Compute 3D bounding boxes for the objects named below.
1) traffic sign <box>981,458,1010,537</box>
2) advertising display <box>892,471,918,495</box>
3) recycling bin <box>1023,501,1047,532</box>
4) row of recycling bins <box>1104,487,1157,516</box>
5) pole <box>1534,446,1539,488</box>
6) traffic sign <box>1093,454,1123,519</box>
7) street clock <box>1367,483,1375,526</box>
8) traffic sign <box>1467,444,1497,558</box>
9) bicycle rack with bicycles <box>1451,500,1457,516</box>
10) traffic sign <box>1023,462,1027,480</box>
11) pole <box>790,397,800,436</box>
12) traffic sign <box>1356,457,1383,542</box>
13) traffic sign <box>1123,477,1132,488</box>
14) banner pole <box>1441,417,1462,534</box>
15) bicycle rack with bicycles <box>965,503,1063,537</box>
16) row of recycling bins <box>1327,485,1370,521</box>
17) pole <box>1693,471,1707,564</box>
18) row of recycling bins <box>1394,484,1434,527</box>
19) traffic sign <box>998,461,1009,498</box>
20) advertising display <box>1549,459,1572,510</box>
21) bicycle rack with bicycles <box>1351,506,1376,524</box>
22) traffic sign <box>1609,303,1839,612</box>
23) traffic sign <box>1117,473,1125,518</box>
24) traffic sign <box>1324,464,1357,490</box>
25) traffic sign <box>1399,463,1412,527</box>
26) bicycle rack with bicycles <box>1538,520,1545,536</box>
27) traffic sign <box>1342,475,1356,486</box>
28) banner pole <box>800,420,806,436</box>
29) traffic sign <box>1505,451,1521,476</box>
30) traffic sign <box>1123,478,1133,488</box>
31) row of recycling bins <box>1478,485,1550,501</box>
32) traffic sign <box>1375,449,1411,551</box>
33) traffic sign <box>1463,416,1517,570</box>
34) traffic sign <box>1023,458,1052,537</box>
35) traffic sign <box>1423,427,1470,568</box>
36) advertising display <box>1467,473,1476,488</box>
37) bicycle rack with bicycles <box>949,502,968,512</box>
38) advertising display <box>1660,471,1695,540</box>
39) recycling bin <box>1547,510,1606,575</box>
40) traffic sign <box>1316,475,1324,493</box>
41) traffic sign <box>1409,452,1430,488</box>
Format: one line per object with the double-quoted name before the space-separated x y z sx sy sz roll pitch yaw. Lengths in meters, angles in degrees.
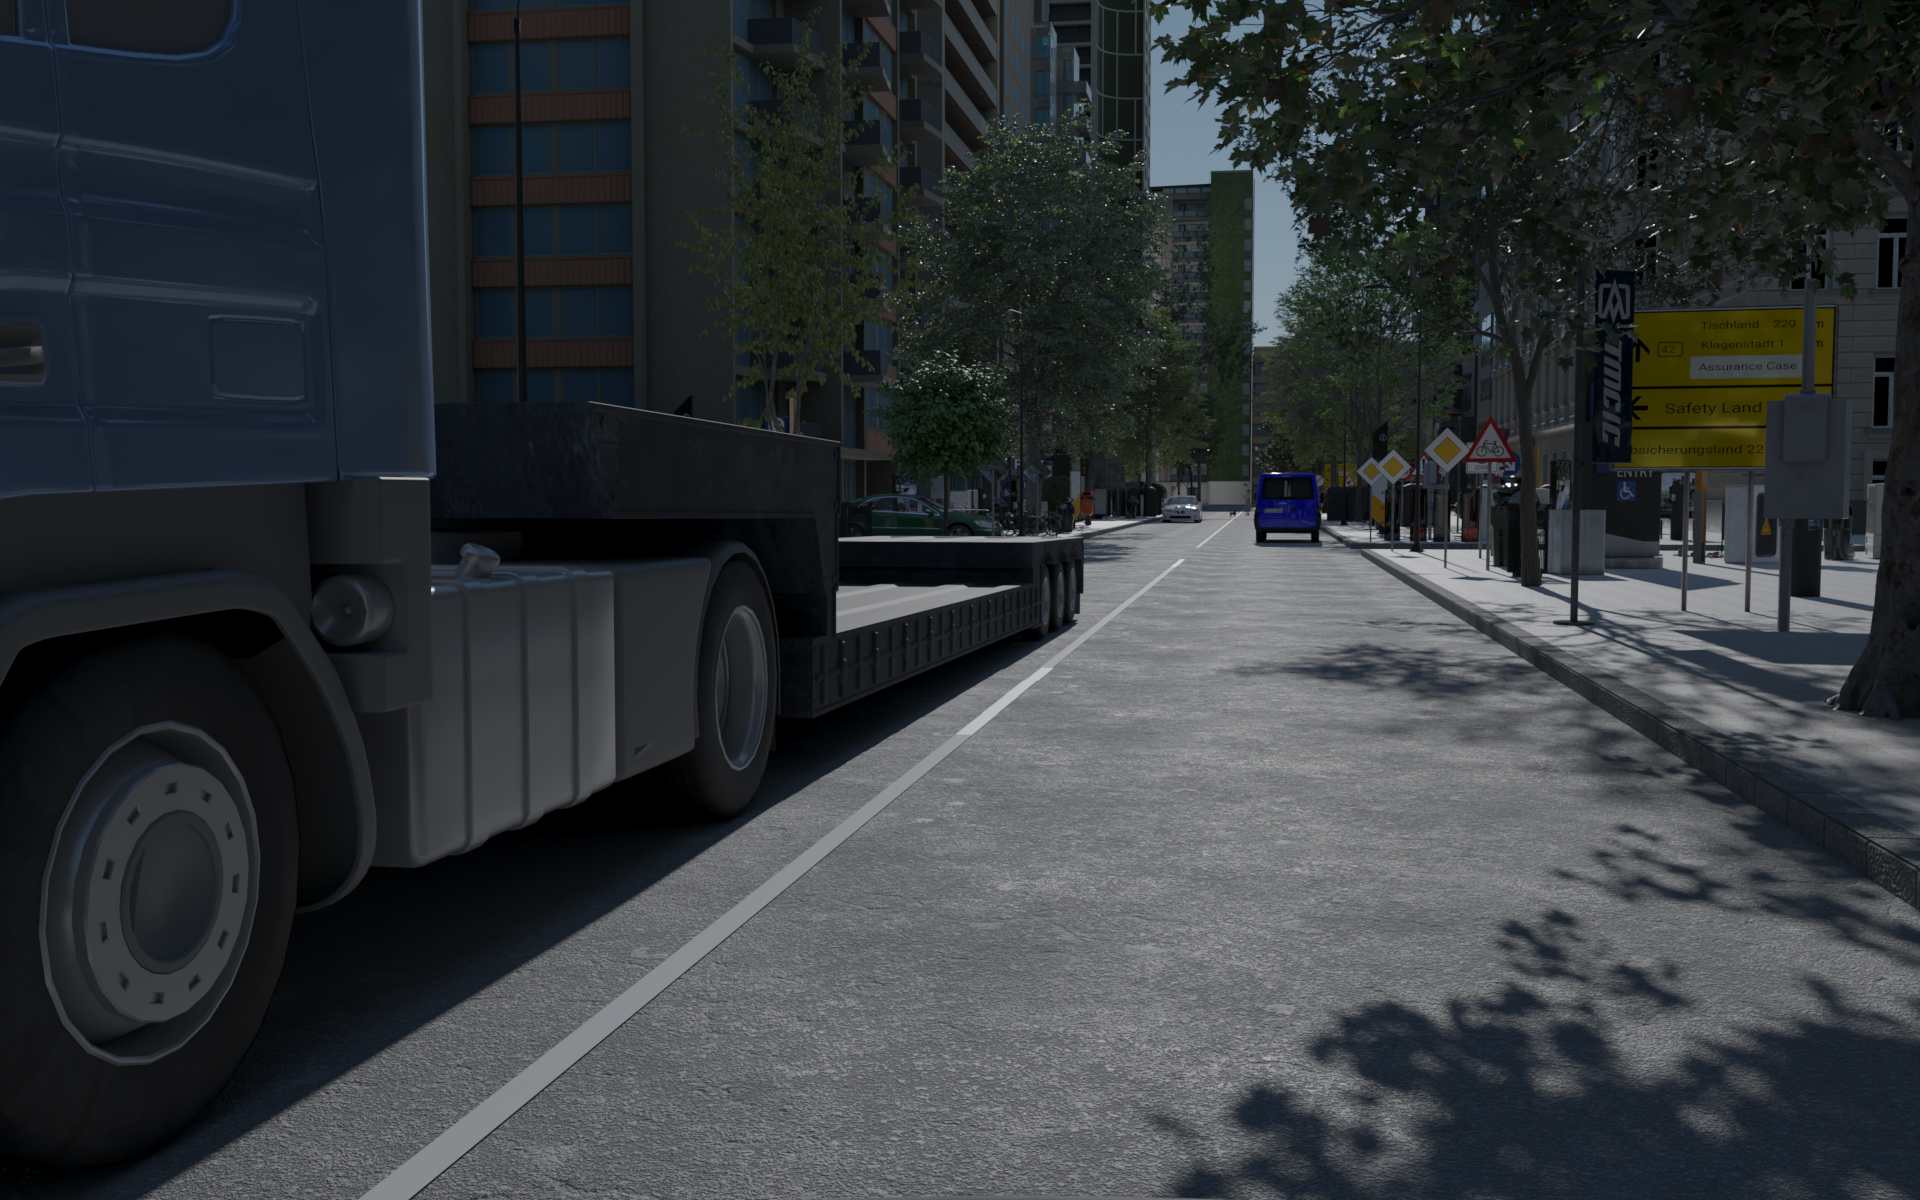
"traffic sign" 0.770 -2.243 40.312 0.795 2.450 0.064 1 4 10
"advertising display" -1.535 -2.635 48.290 0.123 1.923 0.974 3 4 38
"recycling bin" 2.515 -2.836 58.928 0.722 1.027 0.722 -1 4 -21
"row of recycling bins" 9.632 -5.668 99.789 3.534 1.692 1.069 1 4 18
"pole" 24.392 -4.862 73.336 0.158 3.312 0.155 0 3 0
"traffic sign" 7.126 -5.751 87.908 2.265 3.308 0.079 1 4 15
"street clock" 16.595 -3.985 69.722 0.358 2.002 0.471 3 5 40
"traffic sign" 10.358 -1.975 34.420 0.606 2.300 0.079 1 4 11
"bicycle rack with bicycles" 30.847 -5.606 105.044 2.852 0.926 2.925 -1 4 -17
"traffic sign" 2.539 -3.870 63.388 0.768 2.556 0.104 1 4 18
"pole" -3.489 -2.616 36.617 0.158 3.312 0.155 0 3 0
"traffic sign" 11.057 -2.627 46.597 0.795 2.450 0.064 1 4 10
"traffic sign" 10.672 -6.737 111.340 0.795 2.450 0.064 1 4 13
"banner pole" 15.954 -4.047 56.185 0.863 3.779 0.401 3 5 40
"bicycle rack with bicycles" 1.733 -2.341 51.659 2.925 0.926 2.852 0 4 -2
"row of recycling bins" 19.028 -4.714 84.188 1.069 1.692 3.534 3 5 43
"pole" 13.673 -2.330 31.946 0.158 3.312 0.155 0 3 0
"row of recycling bins" 18.448 -3.816 69.503 1.069 1.692 3.534 2 4 31
"traffic sign" 1.421 -3.894 63.779 0.768 2.556 0.104 1 4 16
"advertising display" 11.233 -1.664 32.424 0.123 1.923 0.974 2 4 35
"bicycle rack with bicycles" 18.233 -3.763 74.906 2.852 0.926 2.925 -2 4 -24
"traffic sign" 8.270 -1.528 18.854 2.265 3.308 0.079 1 4 15
"traffic sign" 8.564 -5.731 93.810 0.768 2.556 0.104 1 4 14
"traffic sign" 25.601 -7.488 116.307 2.265 3.308 0.079 1 4 19
"traffic sign" 17.283 -4.135 67.711 0.768 2.556 0.104 1 4 14
"bicycle rack with bicycles" 18.178 -2.474 53.830 2.925 0.926 2.852 0 4 -4
"traffic sign" 25.402 -6.919 113.125 0.884 2.594 0.081 1 4 14
"banner pole" -5.305 -4.181 58.383 0.401 3.779 0.863 0 4 8
"traffic sign" 15.808 -3.056 50.071 0.768 2.556 0.104 1 4 15
"traffic sign" 10.939 -6.766 112.753 0.606 2.300 0.079 1 4 11
"row of recycling bins" 24.505 -4.227 76.220 3.534 1.692 1.069 0 4 3
"traffic sign" 9.675 -2.146 38.732 0.795 2.450 0.064 1 4 10
"traffic sign" 8.878 -1.777 29.062 0.884 2.594 0.081 1 4 10
"traffic sign" 2.152 -2.724 48.177 0.795 2.450 0.064 1 4 10
"traffic sign" 8.423 -1.762 29.998 0.795 2.450 0.064 1 4 10
"advertising display" 15.274 -2.849 51.795 0.123 1.923 0.974 1 4 8
"bicycle rack with bicycles" 0.082 -3.714 74.110 2.925 0.926 2.852 0 4 -7
"advertising display" 20.303 -2.677 48.977 0.974 1.923 0.123 2 4 29
"recycling bin" 9.842 -0.928 27.725 0.722 1.027 0.722 0 4 -3
"traffic sign" 24.154 -7.140 116.838 0.768 2.556 0.104 1 4 13
"traffic sign" 14.170 -3.240 52.981 0.884 2.594 0.081 1 4 17
